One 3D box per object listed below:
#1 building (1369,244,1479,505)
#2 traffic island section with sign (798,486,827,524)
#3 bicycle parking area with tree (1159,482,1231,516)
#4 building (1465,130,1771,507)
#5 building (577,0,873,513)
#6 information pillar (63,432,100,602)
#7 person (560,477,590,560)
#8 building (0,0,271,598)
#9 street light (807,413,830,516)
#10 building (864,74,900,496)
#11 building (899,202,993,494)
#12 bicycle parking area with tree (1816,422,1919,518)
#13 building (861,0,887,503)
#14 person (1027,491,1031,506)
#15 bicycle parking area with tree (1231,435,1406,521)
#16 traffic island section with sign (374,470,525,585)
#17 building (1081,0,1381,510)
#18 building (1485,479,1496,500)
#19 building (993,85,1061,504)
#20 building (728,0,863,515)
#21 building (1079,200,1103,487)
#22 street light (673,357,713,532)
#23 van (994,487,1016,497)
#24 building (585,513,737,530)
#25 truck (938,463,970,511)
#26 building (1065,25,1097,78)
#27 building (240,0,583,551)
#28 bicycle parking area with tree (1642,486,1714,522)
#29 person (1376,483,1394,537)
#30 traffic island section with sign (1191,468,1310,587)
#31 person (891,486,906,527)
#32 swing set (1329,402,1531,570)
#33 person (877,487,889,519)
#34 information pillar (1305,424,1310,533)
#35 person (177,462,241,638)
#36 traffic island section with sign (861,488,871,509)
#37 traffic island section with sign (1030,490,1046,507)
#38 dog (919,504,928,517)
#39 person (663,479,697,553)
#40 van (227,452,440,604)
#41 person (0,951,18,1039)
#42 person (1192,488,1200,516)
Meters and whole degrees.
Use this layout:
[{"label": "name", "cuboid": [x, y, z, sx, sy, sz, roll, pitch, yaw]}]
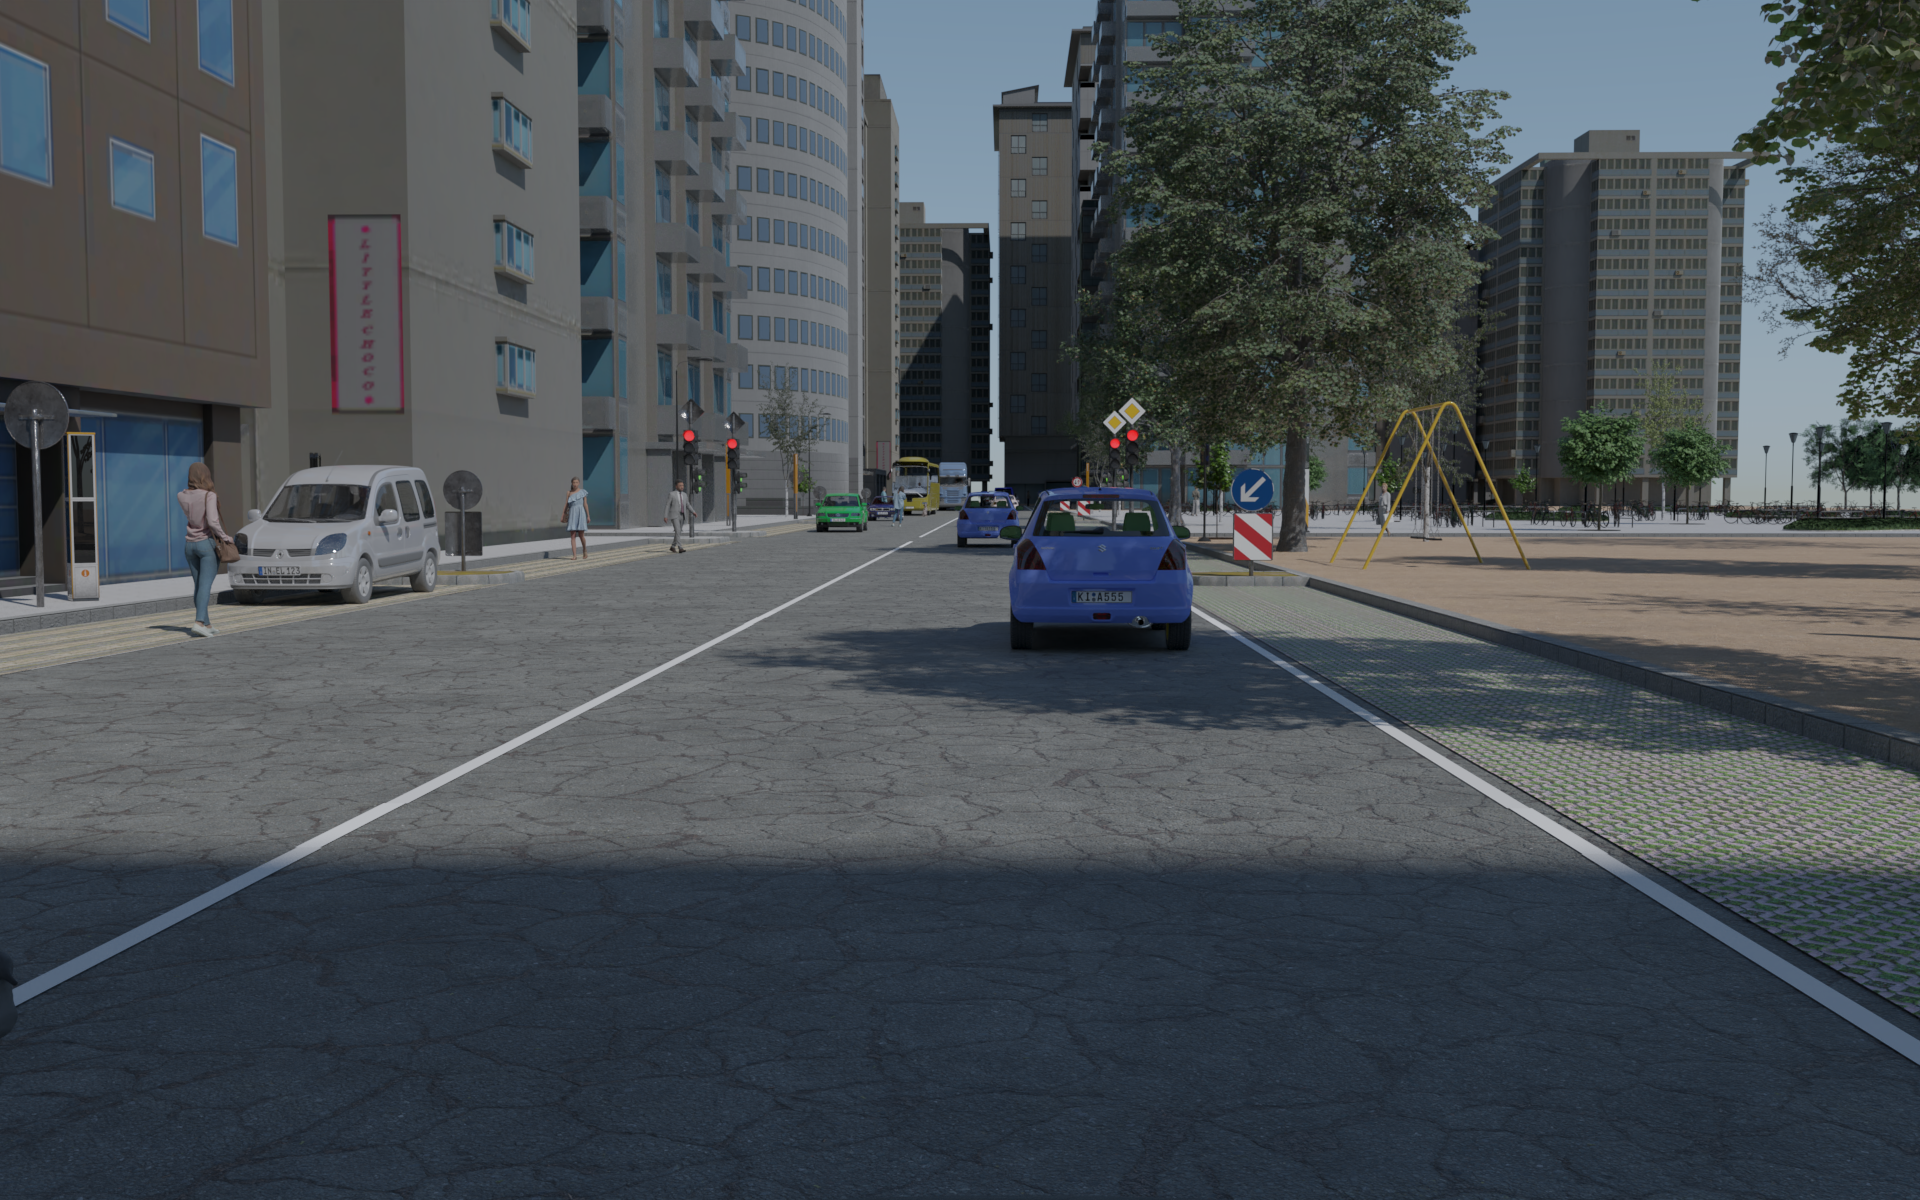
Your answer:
[{"label": "building", "cuboid": [51.151, -26.250, 200.896, 14.107, 30.474, 14.160, 0, 4, 1]}, {"label": "traffic island section with sign", "cuboid": [-6.731, -4.581, 83.529, 1.989, 1.847, 2.006, 0, 4, 1]}, {"label": "bicycle parking area with tree", "cuboid": [15.661, -7.235, 105.291, 9.016, 4.147, 8.231, 1, 4, 23]}, {"label": "building", "cuboid": [70.260, -30.523, 190.939, 23.993, 40.220, 32.217, 0, 4, 1]}, {"label": "building", "cuboid": [-20.023, -32.375, 148.944, 23.786, 49.044, 30.456, 0, 4, 1]}, {"label": "information pillar", "cuboid": [-10.539, -0.995, 20.769, 0.304, 2.012, 0.304, -3, 4, -37]}, {"label": "person", "cuboid": [-8.350, -1.775, 37.620, 0.616, 1.811, 0.778, 0, 4, 5]}, {"label": "building", "cuboid": [-18.497, -22.659, 20.591, 14.600, 45.320, 14.200, 0, 4, 1]}, {"label": "street light", "cuboid": [-8.085, -7.741, 99.099, 1.470, 5.913, 1.316, 0, 4, 1]}, {"label": "building", "cuboid": [-18.038, -35.114, 197.819, 21.600, 48.544, 21.300, 0, 4, 1]}, {"label": "building", "cuboid": [-7.563, -33.110, 233.223, 23.993, 40.220, 32.217, 0, 4, 1]}, {"label": "bicycle parking area with tree", "cuboid": [36.961, -5.169, 71.516, 9.016, 4.147, 8.231, 1, 4, 13]}, {"label": "building", "cuboid": [-17.955, -44.982, 173.709, 20.563, 71.187, 20.611, 0, 4, 1]}, {"label": "person", "cuboid": [7.940, -11.742, 200.485, 0.705, 1.823, 1.348, 1, 4, 23]}, {"label": "bicycle parking area with tree", "cuboid": [19.330, -6.060, 86.078, 8.231, 4.147, 9.016, 2, 4, 35]}, {"label": "traffic island section with sign", "cuboid": [-8.171, -1.187, 28.039, 1.989, 1.847, 2.006, 0, 4, 1]}, {"label": "building", "cuboid": [22.760, -32.370, 148.862, 23.786, 49.044, 30.456, 0, 4, 1]}, {"label": "building", "cuboid": [68.059, -27.624, 223.350, 14.107, 30.474, 14.160, 0, 4, 1]}, {"label": "building", "cuboid": [18.200, -39.293, 231.676, 27.495, 52.752, 28.713, 0, 4, 1]}, {"label": "building", "cuboid": [-18.249, -35.143, 116.582, 21.231, 58.520, 28.212, 0, 4, 1]}, {"label": "building", "cuboid": [18.783, -24.475, 171.859, 14.160, 30.474, 14.107, 0, 4, 1]}, {"label": "street light", "cuboid": [-9.090, -5.286, 58.973, 1.470, 5.913, 1.316, 0, 4, 1]}, {"label": "van", "cuboid": [4.078, -9.546, 160.465, 2.240, 2.365, 5.245, 0, 4, 3]}, {"label": "building", "cuboid": [-21.409, -27.773, 73.698, 23.786, 49.044, 30.456, 0, 4, 1]}, {"label": "truck", "cuboid": [-0.673, -10.041, 153.925, 2.967, 4.110, 18.799, 0, 4, 0]}, {"label": "building", "cuboid": [26.341, -36.972, 193.728, 28.713, 52.752, 27.495, 0, 4, 1]}, {"label": "building", "cuboid": [-22.130, -25.488, 40.426, 21.600, 48.544, 21.300, 0, 4, 1]}, {"label": "bicycle parking area with tree", "cuboid": [36.612, -5.824, 82.223, 9.016, 4.147, 8.231, -3, 5, -41]}, {"label": "person", "cuboid": [13.473, -2.810, 54.799, 0.624, 1.780, 0.694, -1, 4, -12]}, {"label": "traffic island section with sign", "cuboid": [4.447, -1.162, 27.621, 1.989, 1.847, 2.006, 0, 4, 1]}, {"label": "person", "cuboid": [-2.721, -4.133, 76.334, 0.793, 1.790, 0.793, -1, 4, -18]}, {"label": "swing set", "cuboid": [8.297, -2.022, 30.673, 2.862, 2.851, 3.119, 0, 4, 1]}, {"label": "person", "cuboid": [-4.406, -5.548, 99.067, 0.748, 1.841, 0.638, 0, 4, -2]}, {"label": "information pillar", "cuboid": [11.465, -4.044, 57.477, 0.183, 3.616, 0.504, 2, 4, 32]}, {"label": "person", "cuboid": [-7.619, -0.509, 17.409, 0.593, 1.750, 0.643, 1, 4, 16]}, {"label": "traffic island section with sign", "cuboid": [-6.015, -6.300, 111.627, 1.989, 1.847, 2.006, 0, 4, 1]}, {"label": "traffic island section with sign", "cuboid": [8.593, -10.931, 187.349, 1.989, 1.847, 2.006, 0, 4, 1]}, {"label": "dog", "cuboid": [-2.355, -5.726, 110.453, 0.800, 0.831, 0.513, -2, 4, -30]}, {"label": "person", "cuboid": [-6.825, -2.030, 41.968, 0.678, 1.792, 0.850, -3, 5, -45]}, {"label": "van", "cuboid": [-8.511, -1.024, 23.758, 2.013, 2.044, 4.112, 0, 4, 1]}, {"label": "person", "cuboid": [-2.773, 0.246, 4.363, 0.818, 1.842, 0.514, 1, 4, 21]}, {"label": "person", "cuboid": [13.642, -5.706, 99.882, 0.519, 1.759, 0.362, 3, 4, 38]}]
